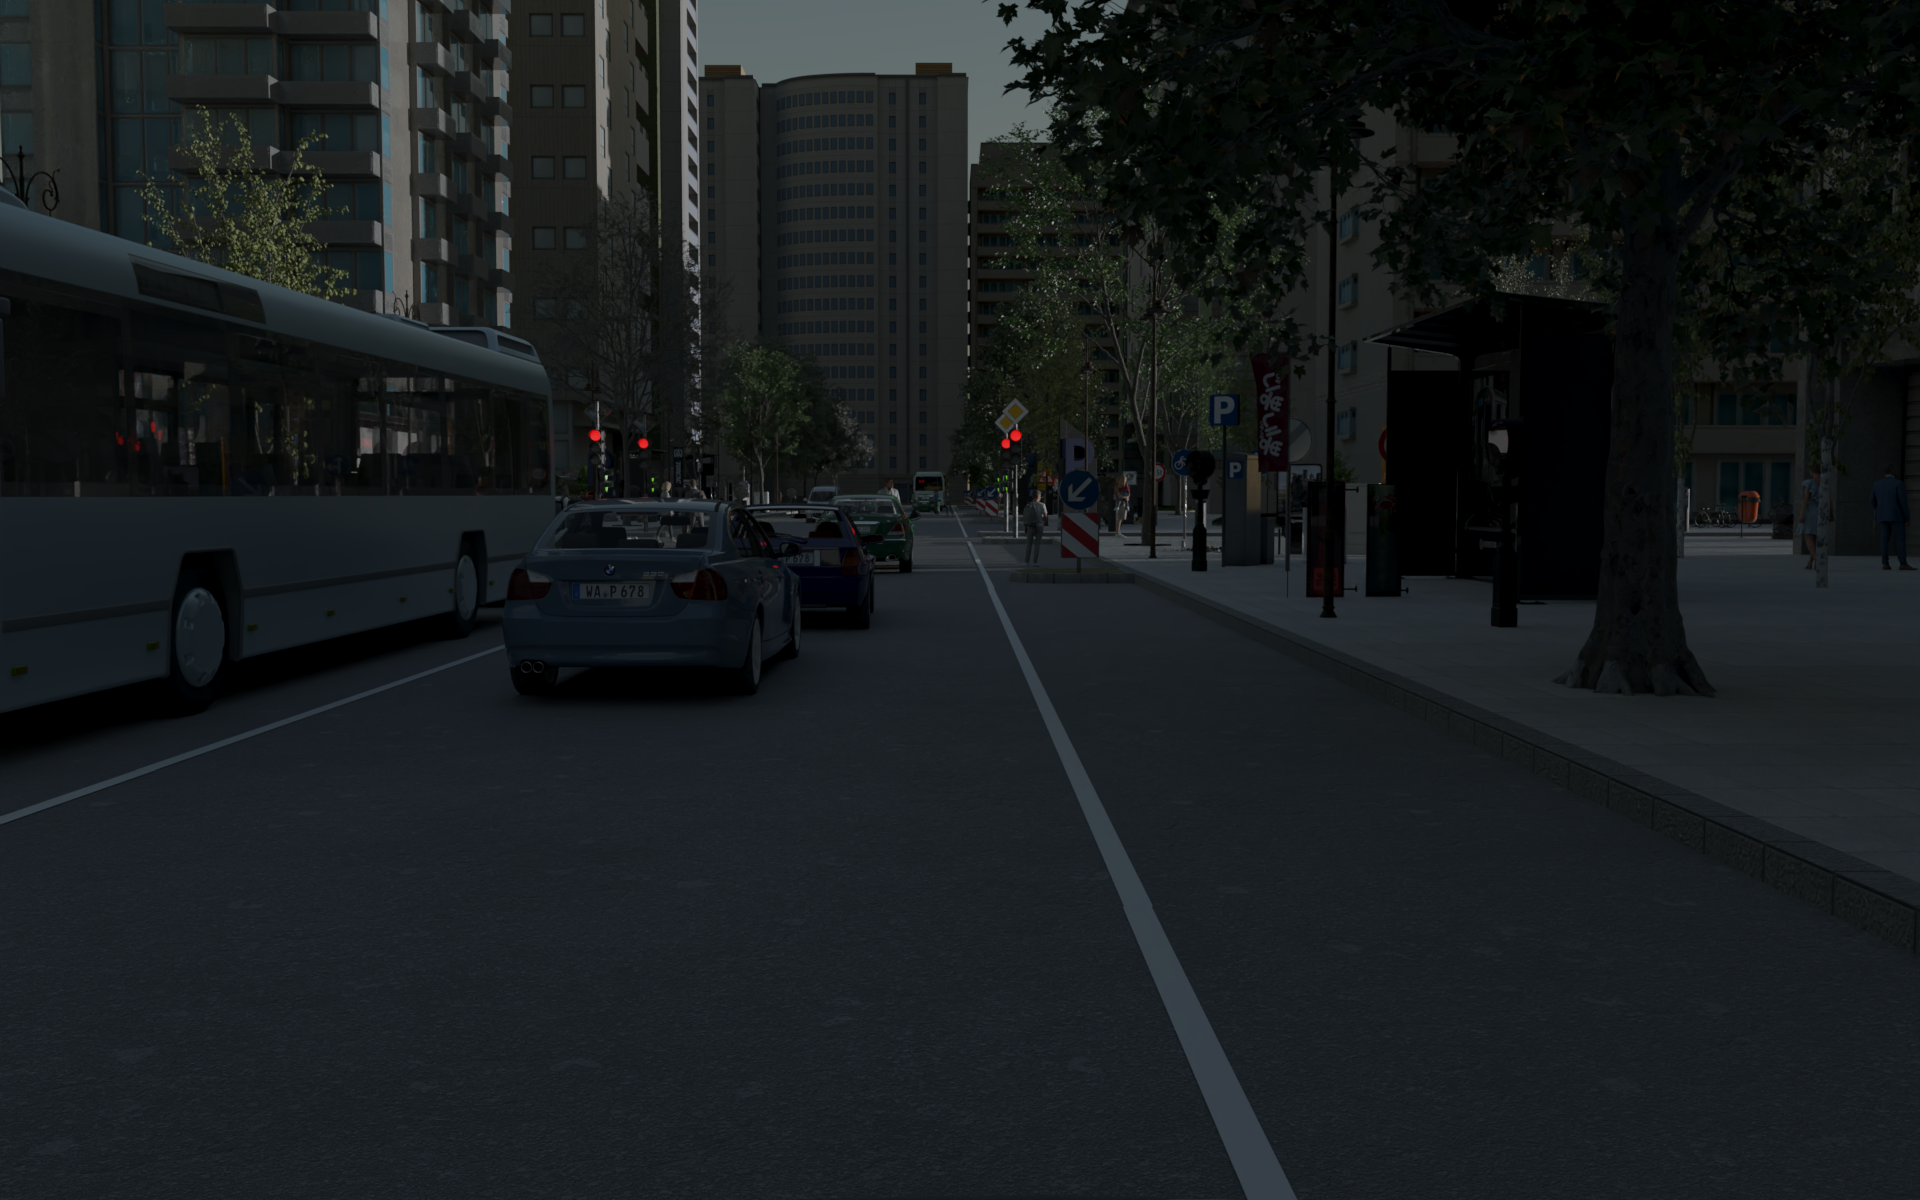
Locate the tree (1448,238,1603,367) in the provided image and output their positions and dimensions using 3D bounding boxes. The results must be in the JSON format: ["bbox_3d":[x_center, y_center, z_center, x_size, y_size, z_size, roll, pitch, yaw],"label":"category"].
[{"bbox_3d":[13.856,-5.625,42.334,4.360,8.622,3.978,0,3,0],"label":"tree"}]

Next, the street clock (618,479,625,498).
[{"bbox_3d":[-16.632,-4.956,85.596,0.358,2.002,0.471,3,5,44],"label":"street clock"}]

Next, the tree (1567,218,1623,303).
[{"bbox_3d":[14.205,-5.147,34.519,4.737,8.622,4.395,0,3,0],"label":"tree"}]

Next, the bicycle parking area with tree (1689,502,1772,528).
[{"bbox_3d":[25.958,-4.961,68.111,9.016,4.147,8.231,0,4,1],"label":"bicycle parking area with tree"}]

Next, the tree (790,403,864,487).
[{"bbox_3d":[-14.778,-14.693,174.641,8.767,10.594,7.601,0,4,5],"label":"tree"}]

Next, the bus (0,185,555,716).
[{"bbox_3d":[-6.127,-1.170,13.985,2.948,3.499,13.247,0,4,0],"label":"bus"}]

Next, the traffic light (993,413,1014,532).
[{"bbox_3d":[1.539,-4.266,58.664,0.839,4.253,0.868,0,4,0],"label":"traffic light"}]

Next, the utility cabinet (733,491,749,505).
[{"bbox_3d":[-15.694,-7.049,123.929,1.173,1.500,0.318,0,4,4],"label":"utility cabinet"}]

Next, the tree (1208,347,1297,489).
[{"bbox_3d":[14.453,-8.362,87.078,4.737,8.622,4.395,0,3,0],"label":"tree"}]

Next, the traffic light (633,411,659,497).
[{"bbox_3d":[-10.621,-4.259,58.555,0.839,4.253,0.868,0,4,0],"label":"traffic light"}]

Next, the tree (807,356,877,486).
[{"bbox_3d":[-13.404,-14.618,149.373,12.009,13.543,11.850,0,3,0],"label":"tree"}]

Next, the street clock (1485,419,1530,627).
[{"bbox_3d":[5.262,-0.741,16.693,0.358,2.002,0.471,-1,4,-10],"label":"street clock"}]

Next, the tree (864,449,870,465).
[{"bbox_3d":[-14.233,-15.999,195.993,8.767,10.594,7.601,-2,4,-28],"label":"tree"}]

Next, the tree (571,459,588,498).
[{"bbox_3d":[-20.673,-6.157,95.269,1.663,3.219,1.824,0,3,0],"label":"tree"}]

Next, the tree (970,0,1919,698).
[{"bbox_3d":[4.480,-5.746,10.954,9.611,12.733,9.660,0,3,0],"label":"tree"}]

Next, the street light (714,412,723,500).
[{"bbox_3d":[-12.888,-7.318,92.429,0.468,5.910,1.993,0,4,0],"label":"street light"}]

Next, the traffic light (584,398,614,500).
[{"bbox_3d":[-10.560,-3.771,50.570,0.839,4.253,0.868,0,4,0],"label":"traffic light"}]

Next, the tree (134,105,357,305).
[{"bbox_3d":[-13.401,-5.047,32.888,4.737,8.622,4.395,0,3,0],"label":"tree"}]

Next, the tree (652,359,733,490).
[{"bbox_3d":[-13.265,-8.348,86.851,4.360,8.622,3.978,0,3,0],"label":"tree"}]

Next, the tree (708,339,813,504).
[{"bbox_3d":[-13.505,-11.689,116.863,9.928,11.665,9.643,0,3,0],"label":"tree"}]

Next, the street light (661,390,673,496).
[{"bbox_3d":[-12.812,-6.328,76.251,0.468,5.910,1.993,0,4,0],"label":"street light"}]

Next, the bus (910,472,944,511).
[{"bbox_3d":[-2.824,-9.496,150.122,2.948,3.499,13.247,0,4,-2],"label":"bus"}]

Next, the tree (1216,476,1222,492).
[{"bbox_3d":[15.307,-6.343,98.306,1.663,3.219,1.824,0,3,0],"label":"tree"}]

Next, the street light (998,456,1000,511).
[{"bbox_3d":[2.957,-9.790,132.856,0.468,5.910,1.993,0,4,0],"label":"street light"}]

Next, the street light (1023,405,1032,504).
[{"bbox_3d":[3.370,-6.854,84.849,0.468,5.910,1.993,0,4,0],"label":"street light"}]

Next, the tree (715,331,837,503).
[{"bbox_3d":[-14.211,-13.892,133.794,9.857,13.997,8.962,0,3,0],"label":"tree"}]

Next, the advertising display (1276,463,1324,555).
[{"bbox_3d":[7.188,-1.924,36.668,0.974,1.923,0.123,1,4,23],"label":"advertising display"}]

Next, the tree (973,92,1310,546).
[{"bbox_3d":[4.515,-7.145,42.581,9.928,11.665,9.643,0,3,0],"label":"tree"}]

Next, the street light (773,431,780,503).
[{"bbox_3d":[-13.153,-9.279,124.497,0.468,5.910,1.993,0,4,0],"label":"street light"}]

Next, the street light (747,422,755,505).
[{"bbox_3d":[-13.069,-8.299,108.473,0.468,5.910,1.993,0,4,0],"label":"street light"}]

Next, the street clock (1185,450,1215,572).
[{"bbox_3d":[3.979,-1.477,28.722,0.358,2.002,0.471,-3,5,-41],"label":"street clock"}]

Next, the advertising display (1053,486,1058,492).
[{"bbox_3d":[7.106,-7.703,131.150,0.974,1.923,0.123,3,4,37],"label":"advertising display"}]

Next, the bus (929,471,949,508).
[{"bbox_3d":[-2.616,-11.781,184.168,2.896,3.916,12.252,0,4,0],"label":"bus"}]

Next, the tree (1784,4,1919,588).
[{"bbox_3d":[12.067,-4.473,23.504,4.737,8.622,4.395,0,3,0],"label":"tree"}]

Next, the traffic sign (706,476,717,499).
[{"bbox_3d":[-13.995,-5.834,97.514,0.606,2.300,0.079,1,4,9],"label":"traffic sign"}]

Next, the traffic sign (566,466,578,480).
[{"bbox_3d":[-17.492,-4.744,77.676,0.768,2.556,0.104,0,4,6],"label":"traffic sign"}]

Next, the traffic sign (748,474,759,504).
[{"bbox_3d":[-13.419,-6.870,112.428,0.768,2.556,0.104,0,4,6],"label":"traffic sign"}]

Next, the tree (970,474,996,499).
[{"bbox_3d":[2.766,-13.616,206.342,4.285,4.588,4.351,0,3,0],"label":"tree"}]

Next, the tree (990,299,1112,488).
[{"bbox_3d":[3.547,-6.996,64.742,4.737,8.622,4.395,0,3,0],"label":"tree"}]

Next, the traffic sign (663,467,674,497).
[{"bbox_3d":[-13.567,-4.966,81.297,0.768,2.556,0.104,0,4,7],"label":"traffic sign"}]

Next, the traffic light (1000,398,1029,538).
[{"bbox_3d":[1.601,-3.777,50.680,0.839,4.253,0.868,0,4,0],"label":"traffic light"}]

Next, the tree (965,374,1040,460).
[{"bbox_3d":[3.988,-11.661,125.064,8.767,10.594,7.601,2,4,28],"label":"tree"}]

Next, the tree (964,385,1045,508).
[{"bbox_3d":[4.192,-14.422,153.930,7.486,12.596,7.792,0,3,0],"label":"tree"}]

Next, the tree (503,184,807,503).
[{"bbox_3d":[-13.276,-9.695,68.877,12.009,13.543,11.850,0,3,0],"label":"tree"}]

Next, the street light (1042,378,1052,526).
[{"bbox_3d":[3.472,-5.895,69.171,0.468,5.910,1.993,0,4,0],"label":"street light"}]

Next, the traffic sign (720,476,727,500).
[{"bbox_3d":[-16.500,-7.446,121.840,0.768,2.556,0.104,0,4,7],"label":"traffic sign"}]

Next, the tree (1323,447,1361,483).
[{"bbox_3d":[15.080,-4.596,69.749,1.663,3.219,1.824,0,3,0],"label":"tree"}]

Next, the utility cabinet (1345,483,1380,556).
[{"bbox_3d":[8.250,-1.662,35.847,0.318,1.500,1.173,-3,5,-43],"label":"utility cabinet"}]
